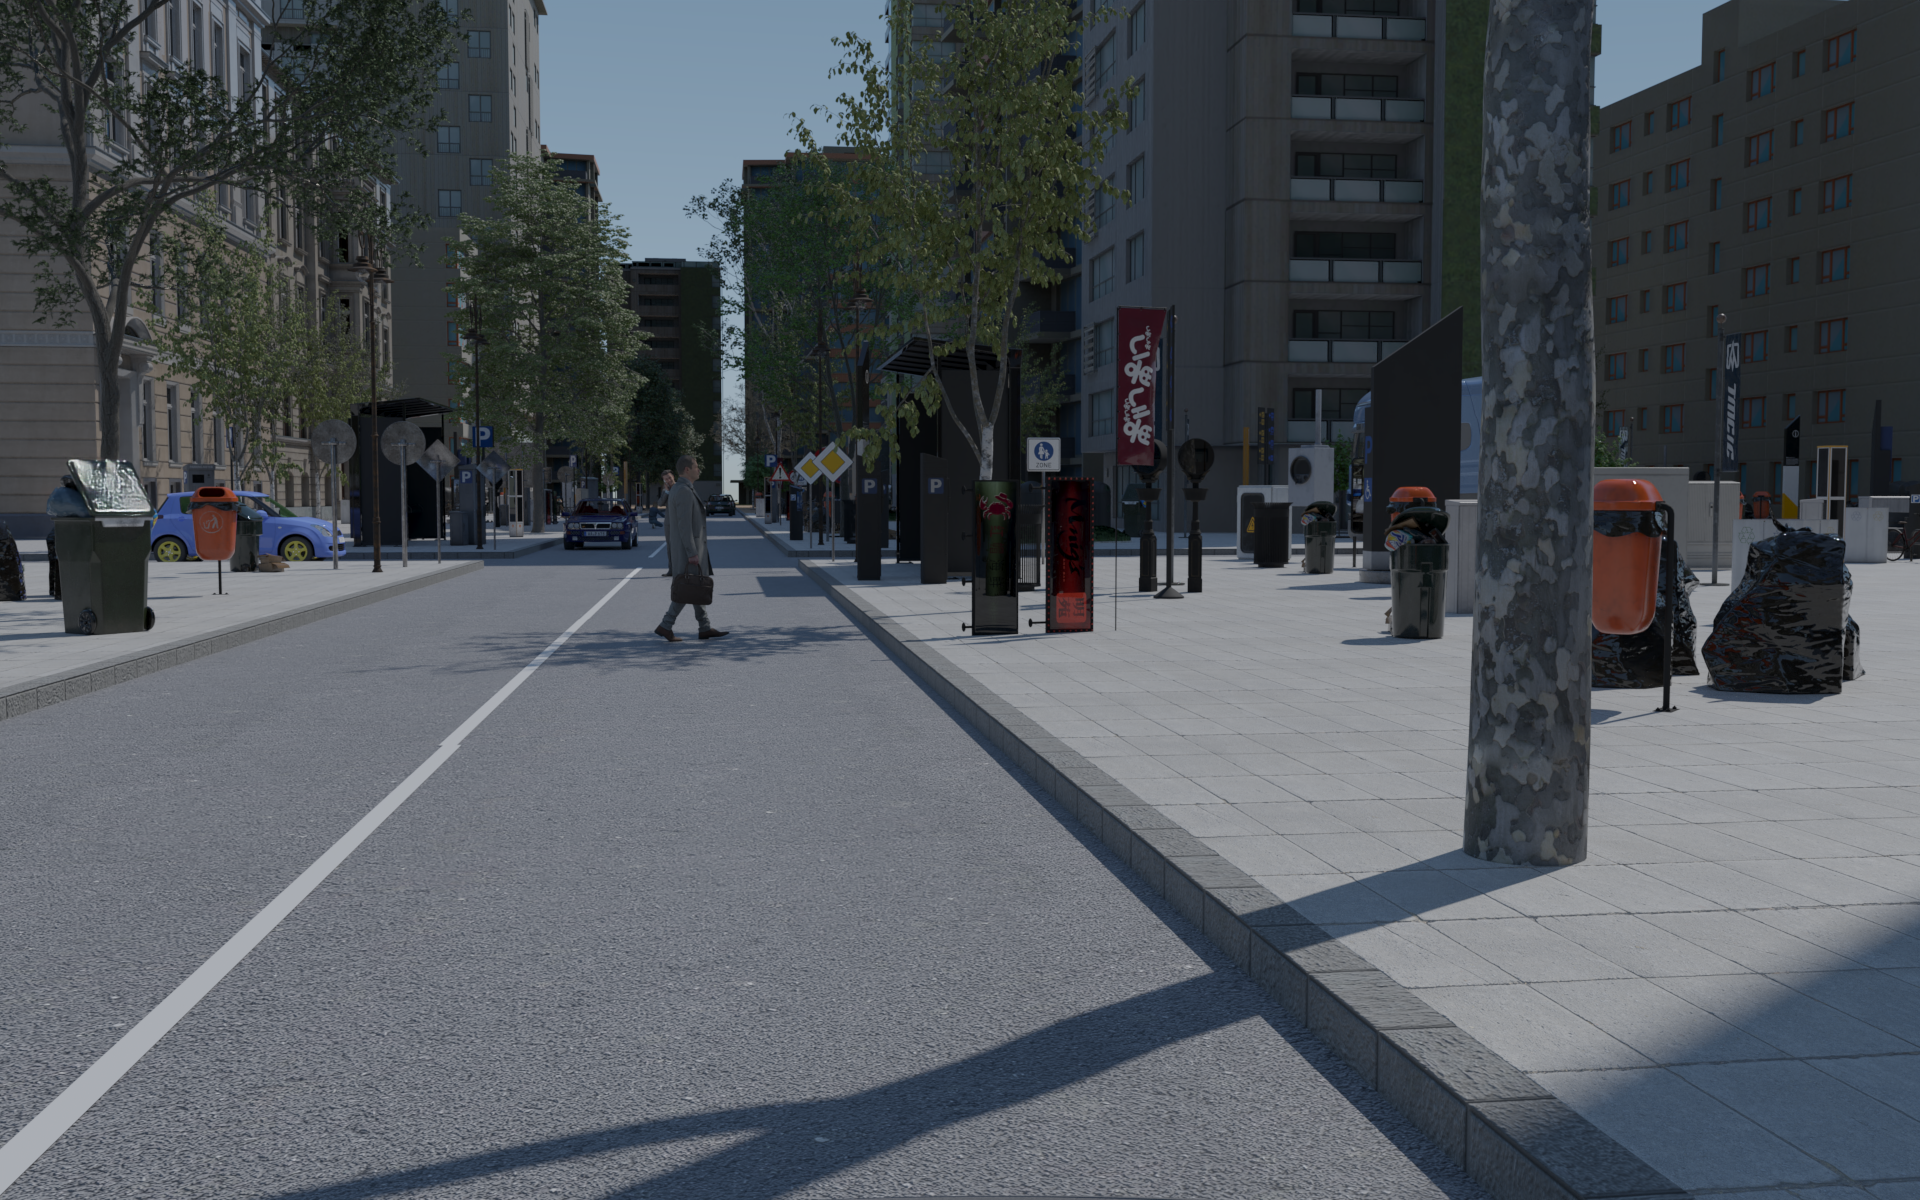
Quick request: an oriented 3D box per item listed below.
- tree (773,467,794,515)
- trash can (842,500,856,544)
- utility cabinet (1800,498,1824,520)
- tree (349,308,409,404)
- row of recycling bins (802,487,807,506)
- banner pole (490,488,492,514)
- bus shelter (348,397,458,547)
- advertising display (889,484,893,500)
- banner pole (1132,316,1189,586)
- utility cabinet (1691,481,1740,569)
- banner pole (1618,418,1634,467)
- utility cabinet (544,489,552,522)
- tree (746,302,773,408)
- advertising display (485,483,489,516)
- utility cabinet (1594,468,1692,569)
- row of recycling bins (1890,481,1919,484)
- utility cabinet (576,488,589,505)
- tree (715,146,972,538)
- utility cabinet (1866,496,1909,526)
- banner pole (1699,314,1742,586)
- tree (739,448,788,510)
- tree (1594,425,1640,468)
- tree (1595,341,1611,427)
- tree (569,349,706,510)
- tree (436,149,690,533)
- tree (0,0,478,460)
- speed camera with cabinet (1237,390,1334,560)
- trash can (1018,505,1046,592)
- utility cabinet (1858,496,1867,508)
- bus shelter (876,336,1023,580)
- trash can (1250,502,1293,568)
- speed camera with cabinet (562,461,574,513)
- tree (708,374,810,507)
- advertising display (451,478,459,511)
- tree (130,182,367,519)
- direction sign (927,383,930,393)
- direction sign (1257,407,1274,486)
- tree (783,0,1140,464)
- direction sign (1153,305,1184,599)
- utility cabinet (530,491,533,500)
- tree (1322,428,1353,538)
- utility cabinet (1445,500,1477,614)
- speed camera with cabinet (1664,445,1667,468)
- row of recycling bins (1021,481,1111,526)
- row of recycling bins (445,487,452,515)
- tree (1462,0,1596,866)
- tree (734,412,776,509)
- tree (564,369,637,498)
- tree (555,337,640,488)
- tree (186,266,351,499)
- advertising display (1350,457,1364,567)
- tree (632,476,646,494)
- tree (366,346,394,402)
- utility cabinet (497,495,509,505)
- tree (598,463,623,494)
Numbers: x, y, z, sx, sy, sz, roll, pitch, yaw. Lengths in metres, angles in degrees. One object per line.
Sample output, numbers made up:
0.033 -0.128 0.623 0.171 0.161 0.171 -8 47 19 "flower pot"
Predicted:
-11.336 -6.939 108.050 1.663 3.219 1.824 0 3 0 "tree"
-2.698 -2.023 44.723 0.748 1.137 0.748 0 3 0 "trash can"
12.317 -0.853 25.105 0.306 1.237 1.020 2 4 25 "utility cabinet"
-23.100 -7.104 66.520 4.360 8.622 3.978 0 3 0 "tree"
-9.519 -5.919 103.887 1.069 1.692 3.534 0 4 6 "row of recycling bins"
-29.899 -7.402 111.041 0.401 3.779 0.863 3 5 45 "banner pole"
-14.385 -3.289 45.060 1.731 3.624 6.357 0 4 -8 "bus shelter"
-4.828 -6.676 114.368 0.974 1.923 0.123 3 5 43 "advertising display"
2.795 -2.107 24.460 0.863 3.779 0.401 3 4 38 "banner pole"
12.561 -1.264 29.345 1.173 1.500 0.318 0 4 -3 "utility cabinet"
21.759 -4.072 56.587 0.863 3.779 0.401 -2 4 -31 "banner pole"
-18.650 -4.229 77.820 0.318 1.500 1.173 0 4 5 "utility cabinet"
-5.741 -6.863 62.573 4.737 8.622 4.395 0 3 0 "tree"
-27.620 -5.825 100.451 0.123 1.923 0.974 1 4 14 "advertising display"
5.511 -0.366 14.667 1.173 1.500 0.318 0 4 -4 "utility cabinet"
29.125 -2.769 52.389 1.069 1.692 3.534 0 4 -1 "row of recycling bins"
-14.768 -3.614 67.761 0.318 1.500 1.173 -1 4 -22 "utility cabinet"
-3.339 -7.668 51.129 9.928 11.665 9.643 0 3 0 "tree"
23.777 -2.021 44.199 1.020 1.237 0.306 1 4 11 "utility cabinet"
10.579 -2.075 23.943 0.401 3.779 0.863 0 4 0 "banner pole"
-13.970 -8.629 124.796 4.285 4.588 4.351 0 3 0 "tree"
17.872 -3.304 48.614 1.663 3.219 1.824 0 3 0 "tree"
22.700 -7.116 66.714 4.360 8.622 3.978 0 3 0 "tree"
-25.496 -13.449 136.903 9.611 12.733 9.660 0 3 0 "tree"
-13.774 -8.535 57.668 7.486 12.596 7.792 0 3 0 "tree"
-8.721 -5.119 18.115 8.767 10.594 7.601 1 4 18 "tree"
6.235 -2.384 33.313 0.660 3.252 2.038 -2 4 -35 "speed camera with cabinet"
0.767 -0.691 22.944 0.748 1.137 0.748 0 3 0 "trash can"
24.675 -2.180 46.804 0.306 1.237 1.020 0 3 0 "utility cabinet"
-0.263 -2.309 29.042 1.731 3.624 6.357 0 4 -8 "bus shelter"
5.445 -1.140 30.285 0.748 1.137 0.748 0 3 0 "trash can"
-23.350 -6.652 103.091 0.660 3.252 2.038 -1 4 -10 "speed camera with cabinet"
-19.761 -15.773 168.263 12.009 13.543 11.850 0 3 0 "tree"
-20.920 -4.082 71.946 0.123 1.923 0.974 0 4 2 "advertising display"
-16.965 -5.507 40.400 4.737 8.622 4.395 0 3 0 "tree"
-0.462 -2.535 33.438 0.379 3.537 0.876 -2 4 -23 "direction sign"
8.023 -3.272 45.487 0.379 3.537 0.876 3 4 37 "direction sign"
0.199 -4.200 19.040 4.737 8.622 4.395 0 3 0 "tree"
2.571 -1.788 21.232 0.379 3.537 0.876 0 4 3 "direction sign"
-27.912 -6.314 111.907 1.173 1.500 0.318 -1 4 -19 "utility cabinet"
10.963 -3.423 50.571 1.663 3.219 1.824 0 3 0 "tree"
5.773 -0.464 18.749 1.020 1.237 0.306 -1 4 -16 "utility cabinet"
28.209 -4.676 70.784 0.660 3.252 2.038 -1 4 -12 "speed camera with cabinet"
3.340 -2.975 55.752 3.534 1.692 1.069 -2 4 -35 "row of recycling bins"
-31.342 -6.040 105.863 1.069 1.692 3.534 -1 4 -12 "row of recycling bins"
2.673 -9.235 6.885 12.611 20.169 13.585 0 3 0 "tree"
-17.996 -12.318 151.765 4.360 8.622 3.978 0 3 0 "tree"
-19.765 -8.925 96.280 4.737 8.622 4.395 0 3 0 "tree"
-17.506 -8.052 82.018 4.360 8.622 3.978 0 3 0 "tree"
-22.019 -6.377 54.626 4.360 8.622 3.978 0 3 0 "tree"
7.253 -1.516 29.999 0.974 1.923 0.123 2 4 34 "advertising display"
-28.571 -9.905 156.541 1.663 3.219 1.824 0 3 0 "tree"
-22.605 -6.794 61.438 4.737 8.622 4.395 0 3 0 "tree"
-24.970 -5.116 94.812 1.020 1.237 0.306 1 4 13 "utility cabinet"
-21.669 -6.819 106.091 1.663 3.219 1.824 0 3 0 "tree"
